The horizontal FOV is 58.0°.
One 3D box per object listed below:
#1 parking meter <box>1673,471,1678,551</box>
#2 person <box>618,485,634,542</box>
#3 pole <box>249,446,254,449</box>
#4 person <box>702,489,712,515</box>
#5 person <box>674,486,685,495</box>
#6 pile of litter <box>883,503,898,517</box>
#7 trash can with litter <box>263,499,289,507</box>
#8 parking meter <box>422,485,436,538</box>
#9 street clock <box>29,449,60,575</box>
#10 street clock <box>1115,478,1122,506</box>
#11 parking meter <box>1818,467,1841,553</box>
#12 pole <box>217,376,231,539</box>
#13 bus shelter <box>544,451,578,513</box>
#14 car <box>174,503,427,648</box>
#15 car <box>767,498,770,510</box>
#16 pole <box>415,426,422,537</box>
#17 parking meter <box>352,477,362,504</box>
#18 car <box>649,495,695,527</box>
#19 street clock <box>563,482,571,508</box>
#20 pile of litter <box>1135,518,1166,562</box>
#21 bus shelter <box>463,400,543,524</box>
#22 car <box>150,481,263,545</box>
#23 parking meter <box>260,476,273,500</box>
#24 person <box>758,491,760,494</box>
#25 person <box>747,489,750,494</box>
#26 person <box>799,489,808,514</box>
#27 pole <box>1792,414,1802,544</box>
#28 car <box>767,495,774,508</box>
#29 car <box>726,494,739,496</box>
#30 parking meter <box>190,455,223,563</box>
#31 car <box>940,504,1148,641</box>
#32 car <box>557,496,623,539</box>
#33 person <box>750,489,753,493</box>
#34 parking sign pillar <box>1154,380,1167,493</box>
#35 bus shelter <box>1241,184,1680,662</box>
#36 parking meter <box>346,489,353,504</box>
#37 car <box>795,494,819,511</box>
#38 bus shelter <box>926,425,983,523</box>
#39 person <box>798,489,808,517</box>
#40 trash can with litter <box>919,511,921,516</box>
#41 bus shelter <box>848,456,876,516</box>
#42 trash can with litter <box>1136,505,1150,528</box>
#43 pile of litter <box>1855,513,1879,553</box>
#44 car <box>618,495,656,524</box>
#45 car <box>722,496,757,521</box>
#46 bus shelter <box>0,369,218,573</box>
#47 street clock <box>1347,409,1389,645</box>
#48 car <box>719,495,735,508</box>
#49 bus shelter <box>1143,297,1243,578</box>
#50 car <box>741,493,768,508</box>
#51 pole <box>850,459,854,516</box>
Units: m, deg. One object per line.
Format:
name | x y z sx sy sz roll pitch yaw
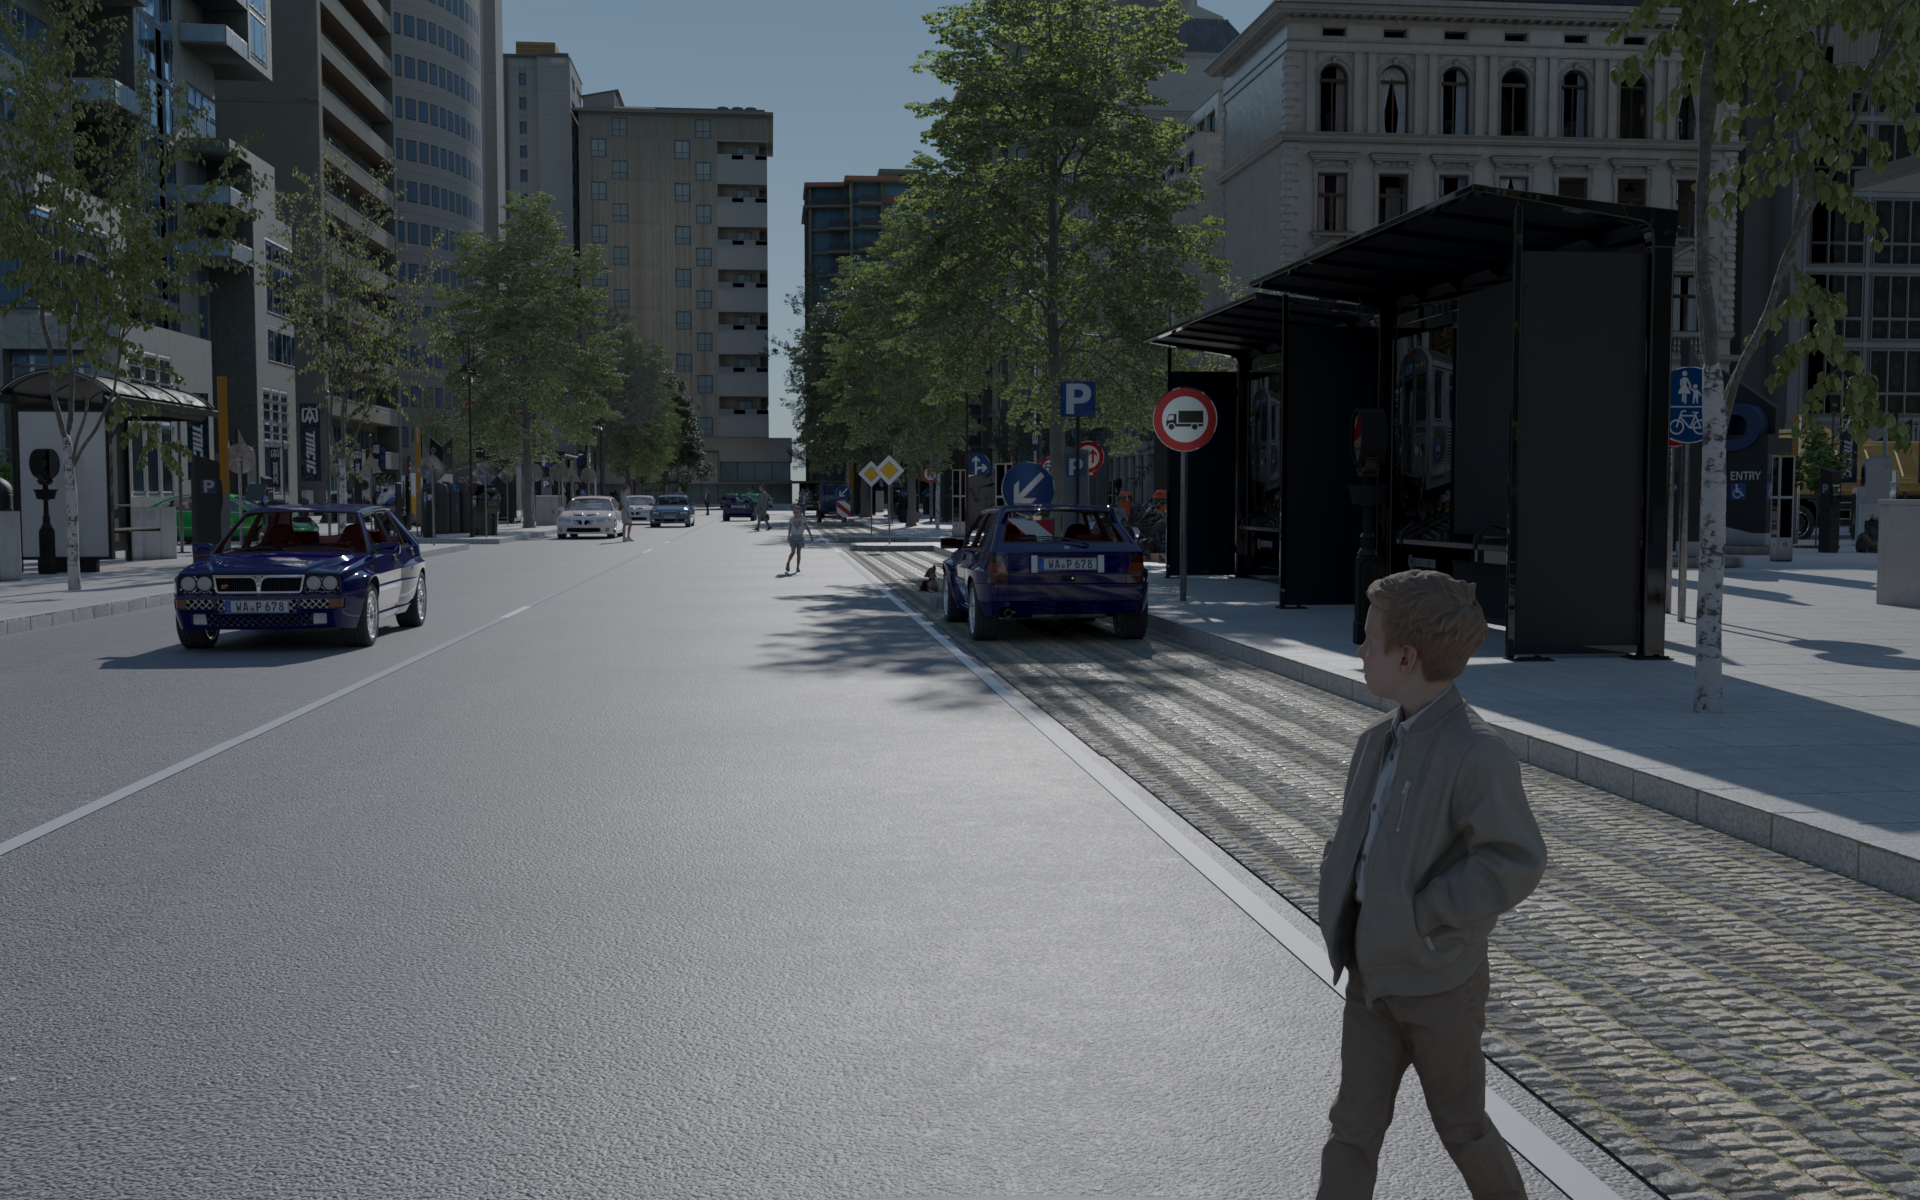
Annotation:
parking meter | 15.977 -2.025 38.821 0.399 1.863 0.255 1 4 20
person | -10.055 -2.607 52.121 0.522 1.701 0.512 -1 4 -15
pole | -30.300 -4.912 74.152 0.158 3.312 0.155 0 3 0
person | -17.003 -6.562 116.190 0.661 1.777 0.834 1 4 17
person | -14.026 -4.765 86.514 0.694 1.812 0.767 -1 4 -23
pile of litter | -3.626 -4.933 94.620 1.176 0.858 1.719 0 4 -2
trash can with litter | -14.477 -1.541 36.586 0.624 1.170 1.055 0 4 -5
parking meter | -15.576 -2.593 50.808 0.372 1.533 0.369 0 3 0
street clock | -14.591 -1.412 27.652 0.358 2.002 0.471 0 4 5
street clock | 7.178 -4.515 78.389 0.358 2.002 0.471 -1 4 -8
parking meter | 19.002 -1.965 37.832 0.255 1.863 0.399 -1 4 -15
pole | -12.793 -2.219 30.117 0.158 3.312 0.155 0 3 0
bus shelter | -20.486 -6.619 85.858 2.179 5.291 8.768 0 4 -6
car | -6.519 -0.294 17.381 1.945 1.354 3.894 0 4 -7
car | -18.108 -8.785 155.638 2.014 1.417 4.499 0 4 -5
pole | -16.236 -3.552 51.919 0.158 3.312 0.155 0 3 0
parking meter | -20.277 -3.217 58.305 0.255 1.863 0.399 -2 4 -29
car | -12.606 -3.916 76.027 2.014 1.417 4.499 0 4 -5
street clock | -17.743 -4.509 78.298 0.358 2.002 0.471 -2 4 -33
pile of litter | 3.966 -1.161 32.952 1.719 0.858 1.176 1 4 18
bus shelter | -20.150 -6.011 75.913 2.179 5.291 8.768 0 4 -6
car | -19.363 -2.250 45.591 4.718 1.807 1.959 0 4 -6
parking meter | -22.135 -3.036 55.344 0.399 1.863 0.255 3 5 40
person | -18.611 -9.274 160.794 0.551 1.740 0.621 3 5 42
person | -13.675 -6.341 112.408 0.478 1.798 0.641 1 4 11
person | -11.352 -7.158 125.553 0.660 1.820 0.620 -1 4 -13
pole | 21.365 -3.085 44.278 0.158 3.312 0.155 0 3 0
car | -20.492 -10.291 180.611 2.083 1.381 4.827 0 4 -5
car | -25.201 -11.179 191.572 1.959 1.807 4.718 0 4 -5
parking meter | -11.376 -1.252 26.178 0.399 1.863 0.255 -3 5 -42
car | 0.810 -0.346 18.237 1.945 1.354 3.894 0 4 -6
car | -12.148 -2.744 57.226 2.083 1.381 4.827 0 4 -5
person | -14.186 -6.678 118.025 0.374 1.781 0.599 1 4 13
parking sign pillar | 5.004 -3.253 41.663 1.447 3.967 1.447 1 4 18
bus shelter | 4.399 -1.533 16.340 1.731 3.624 6.357 0 4 -6
parking meter | -27.864 -4.331 79.215 0.372 1.533 0.369 0 3 0
car | -11.404 -7.380 130.454 2.009 1.686 4.222 0 4 -7
bus shelter | -0.460 -6.400 82.265 2.179 5.291 8.768 0 4 -6
person | -8.232 -4.970 90.602 0.563 1.720 0.643 -3 4 -36
trash can with litter | -2.103 -6.342 114.745 2.233 1.210 1.678 -1 4 -18
bus shelter | -6.144 -7.061 106.733 1.731 3.624 6.357 0 4 -6
trash can with litter | 6.948 -3.140 62.721 1.055 1.170 0.624 -2 4 -27
pile of litter | 20.358 -1.471 38.021 1.719 0.858 1.176 -2 4 -29
car | -15.282 -4.288 82.472 2.083 1.381 4.827 0 4 -6
car | -11.810 -4.921 93.036 1.945 1.354 3.894 0 4 -4
bus shelter | -14.938 -2.252 30.744 2.014 3.302 5.546 0 4 -6
street clock | 3.474 -0.624 14.765 0.358 2.002 0.471 0 4 2
car | -23.599 -10.046 176.828 1.945 1.354 3.894 0 4 -5
bus shelter | 3.960 -1.962 23.359 1.731 3.624 6.357 0 4 -6
car | -13.054 -6.108 108.665 1.959 1.807 4.718 0 4 -5
pole | -6.345 -6.615 101.994 0.158 3.312 0.155 0 3 0
